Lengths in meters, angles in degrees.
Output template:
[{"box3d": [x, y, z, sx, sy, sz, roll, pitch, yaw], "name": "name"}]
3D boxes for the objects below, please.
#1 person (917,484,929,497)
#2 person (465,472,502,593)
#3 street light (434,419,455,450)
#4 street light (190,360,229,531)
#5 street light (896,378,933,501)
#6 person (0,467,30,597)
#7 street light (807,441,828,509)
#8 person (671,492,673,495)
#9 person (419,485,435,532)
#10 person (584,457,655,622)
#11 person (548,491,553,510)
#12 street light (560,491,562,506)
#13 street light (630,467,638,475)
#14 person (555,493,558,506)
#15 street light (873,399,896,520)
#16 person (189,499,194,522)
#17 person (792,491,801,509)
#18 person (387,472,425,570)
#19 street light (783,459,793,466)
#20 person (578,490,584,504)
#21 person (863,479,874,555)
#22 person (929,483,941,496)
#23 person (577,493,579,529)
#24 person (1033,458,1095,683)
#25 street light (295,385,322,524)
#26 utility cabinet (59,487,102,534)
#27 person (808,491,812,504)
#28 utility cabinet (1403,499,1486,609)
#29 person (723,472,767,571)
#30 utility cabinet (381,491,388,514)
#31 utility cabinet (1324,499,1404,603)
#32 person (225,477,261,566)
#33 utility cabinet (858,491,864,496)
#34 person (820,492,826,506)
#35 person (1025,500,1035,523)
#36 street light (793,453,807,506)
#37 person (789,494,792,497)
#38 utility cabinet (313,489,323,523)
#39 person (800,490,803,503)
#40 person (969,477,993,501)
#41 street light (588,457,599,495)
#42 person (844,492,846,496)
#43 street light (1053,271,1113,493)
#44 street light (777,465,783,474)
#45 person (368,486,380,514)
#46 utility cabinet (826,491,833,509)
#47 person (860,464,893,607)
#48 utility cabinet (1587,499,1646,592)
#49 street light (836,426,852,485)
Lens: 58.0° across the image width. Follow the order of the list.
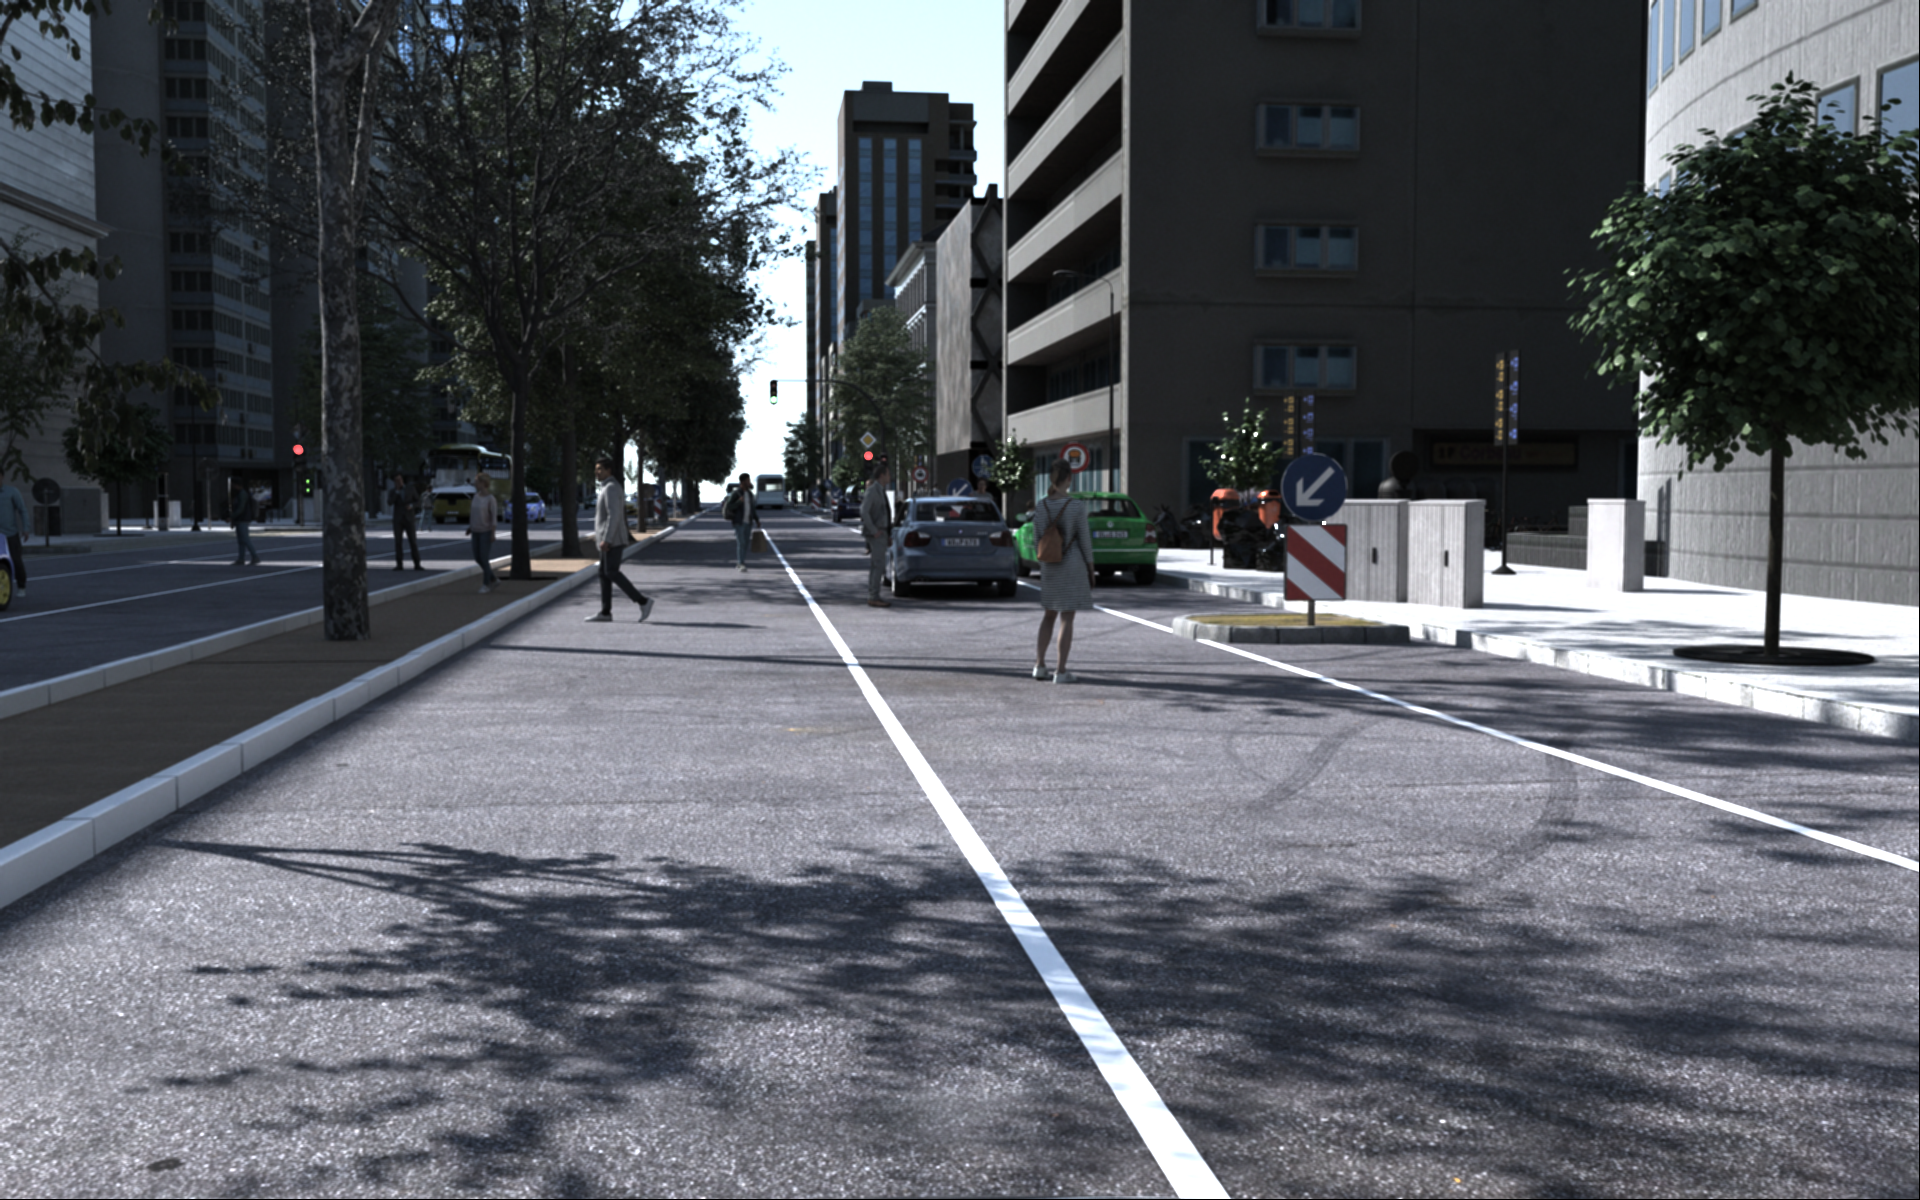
[{"box3d": [-1.850, -4.920, 86.670, 0.473, 1.802, 0.592, -2, 4, -29], "name": "person"}, {"box3d": [-6.877, -0.972, 25.063, 0.731, 1.740, 0.598, 2, 4, 26], "name": "person"}, {"box3d": [-32.007, -8.249, 107.404, 1.470, 5.913, 1.316, 0, 4, -7], "name": "street light"}, {"box3d": [-25.981, -5.349, 59.998, 1.470, 5.913, 1.316, 0, 4, -7], "name": "street light"}, {"box3d": [-1.670, -5.930, 69.502, 1.470, 5.913, 1.316, 0, 4, -7], "name": "street light"}, {"box3d": [-13.163, -0.940, 23.896, 0.660, 1.820, 0.620, -1, 4, -14], "name": "person"}, {"box3d": [-13.225, -11.519, 160.877, 1.470, 5.913, 1.316, 0, 4, -7], "name": "street light"}, {"box3d": [-47.464, -16.950, 286.144, 1.217, 1.766, 0.721, -2, 4, -35], "name": "person"}, {"box3d": [-20.346, -3.507, 66.191, 0.623, 1.781, 0.721, 0, 4, 6], "name": "person"}, {"box3d": [-3.824, -0.676, 19.401, 0.795, 1.843, 0.661, 0, 4, -6], "name": "person"}, {"box3d": [-37.491, -9.148, 158.852, 0.721, 1.735, 1.217, -1, 4, -8], "name": "person"}, {"box3d": [-41.675, -12.894, 183.350, 1.470, 5.913, 1.316, 0, 4, -7], "name": "street light"}, {"box3d": [-56.601, -20.067, 300.637, 1.470, 5.913, 1.316, 0, 4, -7], "name": "street light"}, {"box3d": [-43.554, -10.892, 187.345, 0.599, 1.433, 0.991, 0, 4, -6], "name": "person"}, {"box3d": [-3.677, -6.882, 85.056, 1.470, 5.913, 1.316, 0, 4, -7], "name": "street light"}, {"box3d": [-35.393, -4.226, 80.155, 0.382, 1.210, 0.505, 0, 4, 4], "name": "person"}, {"box3d": [-15.856, -9.684, 167.623, 1.217, 1.735, 0.721, 3, 4, 37], "name": "person"}, {"box3d": [-10.409, -1.481, 32.521, 0.655, 1.846, 0.447, -1, 4, -17], "name": "person"}, {"box3d": [-23.628, -16.496, 242.248, 1.470, 5.913, 1.316, 0, 4, -7], "name": "street light"}, {"box3d": [-51.319, -13.971, 234.479, 1.348, 1.822, 0.705, 3, 5, 42], "name": "person"}, {"box3d": [-2.050, -1.941, 40.654, 0.534, 1.772, 0.576, -2, 4, -28], "name": "person"}, {"box3d": [-1.118, -4.477, 79.438, 0.606, 1.804, 0.583, 1, 4, 13], "name": "person"}, {"box3d": [-15.926, -3.828, 71.276, 0.419, 1.800, 0.721, 2, 4, 24], "name": "person"}, {"box3d": [0.763, -0.224, 13.166, 0.512, 1.701, 0.522, 2, 4, 24], "name": "person"}, {"box3d": [-27.794, -6.213, 74.118, 1.470, 5.913, 1.316, 0, 4, -7], "name": "street light"}, {"box3d": [-28.092, -2.853, 55.329, 0.318, 1.500, 1.173, 3, 4, 37], "name": "utility cabinet"}, {"box3d": [-19.704, -13.495, 227.610, 0.541, 1.710, 0.530, 0, 4, 6], "name": "person"}, {"box3d": [5.555, -0.531, 19.842, 0.306, 1.237, 1.020, -1, 4, -23], "name": "utility cabinet"}, {"box3d": [-3.927, -1.423, 31.756, 0.794, 1.824, 0.713, -2, 4, -32], "name": "person"}, {"box3d": [-35.780, -6.116, 108.675, 0.318, 1.500, 1.173, 2, 4, 28], "name": "utility cabinet"}, {"box3d": [4.883, -0.592, 20.839, 1.020, 1.237, 0.306, 3, 5, 44], "name": "utility cabinet"}, {"box3d": [-14.407, -1.584, 34.743, 0.721, 1.781, 0.623, -2, 4, -35], "name": "person"}, {"box3d": [-5.816, -6.115, 108.659, 1.173, 1.500, 0.318, -3, 4, -38], "name": "utility cabinet"}, {"box3d": [-14.982, -11.105, 187.689, 1.350, 1.814, 0.705, -1, 4, -13], "name": "person"}, {"box3d": [1.499, -1.434, 36.200, 0.306, 1.304, 0.590, 0, 4, -2], "name": "person"}, {"box3d": [-17.608, -13.554, 194.142, 1.470, 5.913, 1.316, 0, 4, -7], "name": "street light"}, {"box3d": [-30.008, -18.606, 310.341, 1.348, 1.812, 0.705, -2, 4, -30], "name": "person"}, {"box3d": [-28.631, -4.203, 77.400, 0.318, 1.500, 1.173, -1, 4, -10], "name": "utility cabinet"}, {"box3d": [-22.120, -14.522, 243.620, 0.705, 1.807, 1.348, -2, 4, -33], "name": "person"}, {"box3d": [0.343, -1.588, 34.824, 0.716, 1.782, 0.532, -1, 4, -10], "name": "person"}, {"box3d": [-45.988, -14.929, 216.624, 1.470, 5.913, 1.316, 0, 4, -7], "name": "street light"}, {"box3d": [-10.058, -9.068, 154.974, 0.551, 1.740, 0.621, -1, 4, -20], "name": "person"}, {"box3d": [2.636, -3.895, 36.227, 1.470, 5.913, 1.316, 0, 4, -7], "name": "street light"}, {"box3d": [-28.027, -18.593, 276.534, 1.470, 5.913, 1.316, 0, 4, -7], "name": "street light"}, {"box3d": [-37.891, -6.483, 111.951, 0.836, 1.842, 0.656, -3, 4, -36], "name": "person"}, {"box3d": [-10.715, -8.203, 142.796, 0.318, 1.500, 1.173, -1, 4, -18], "name": "utility cabinet"}, {"box3d": [-1.053, -0.829, 22.158, 0.391, 1.810, 0.635, 0, 4, 5], "name": "person"}, {"box3d": [8.739, -0.729, 23.081, 0.306, 1.237, 1.020, 0, 4, -7], "name": "utility cabinet"}, {"box3d": [-7.996, -8.936, 118.650, 1.470, 5.913, 1.316, 0, 4, -7], "name": "street light"}]
